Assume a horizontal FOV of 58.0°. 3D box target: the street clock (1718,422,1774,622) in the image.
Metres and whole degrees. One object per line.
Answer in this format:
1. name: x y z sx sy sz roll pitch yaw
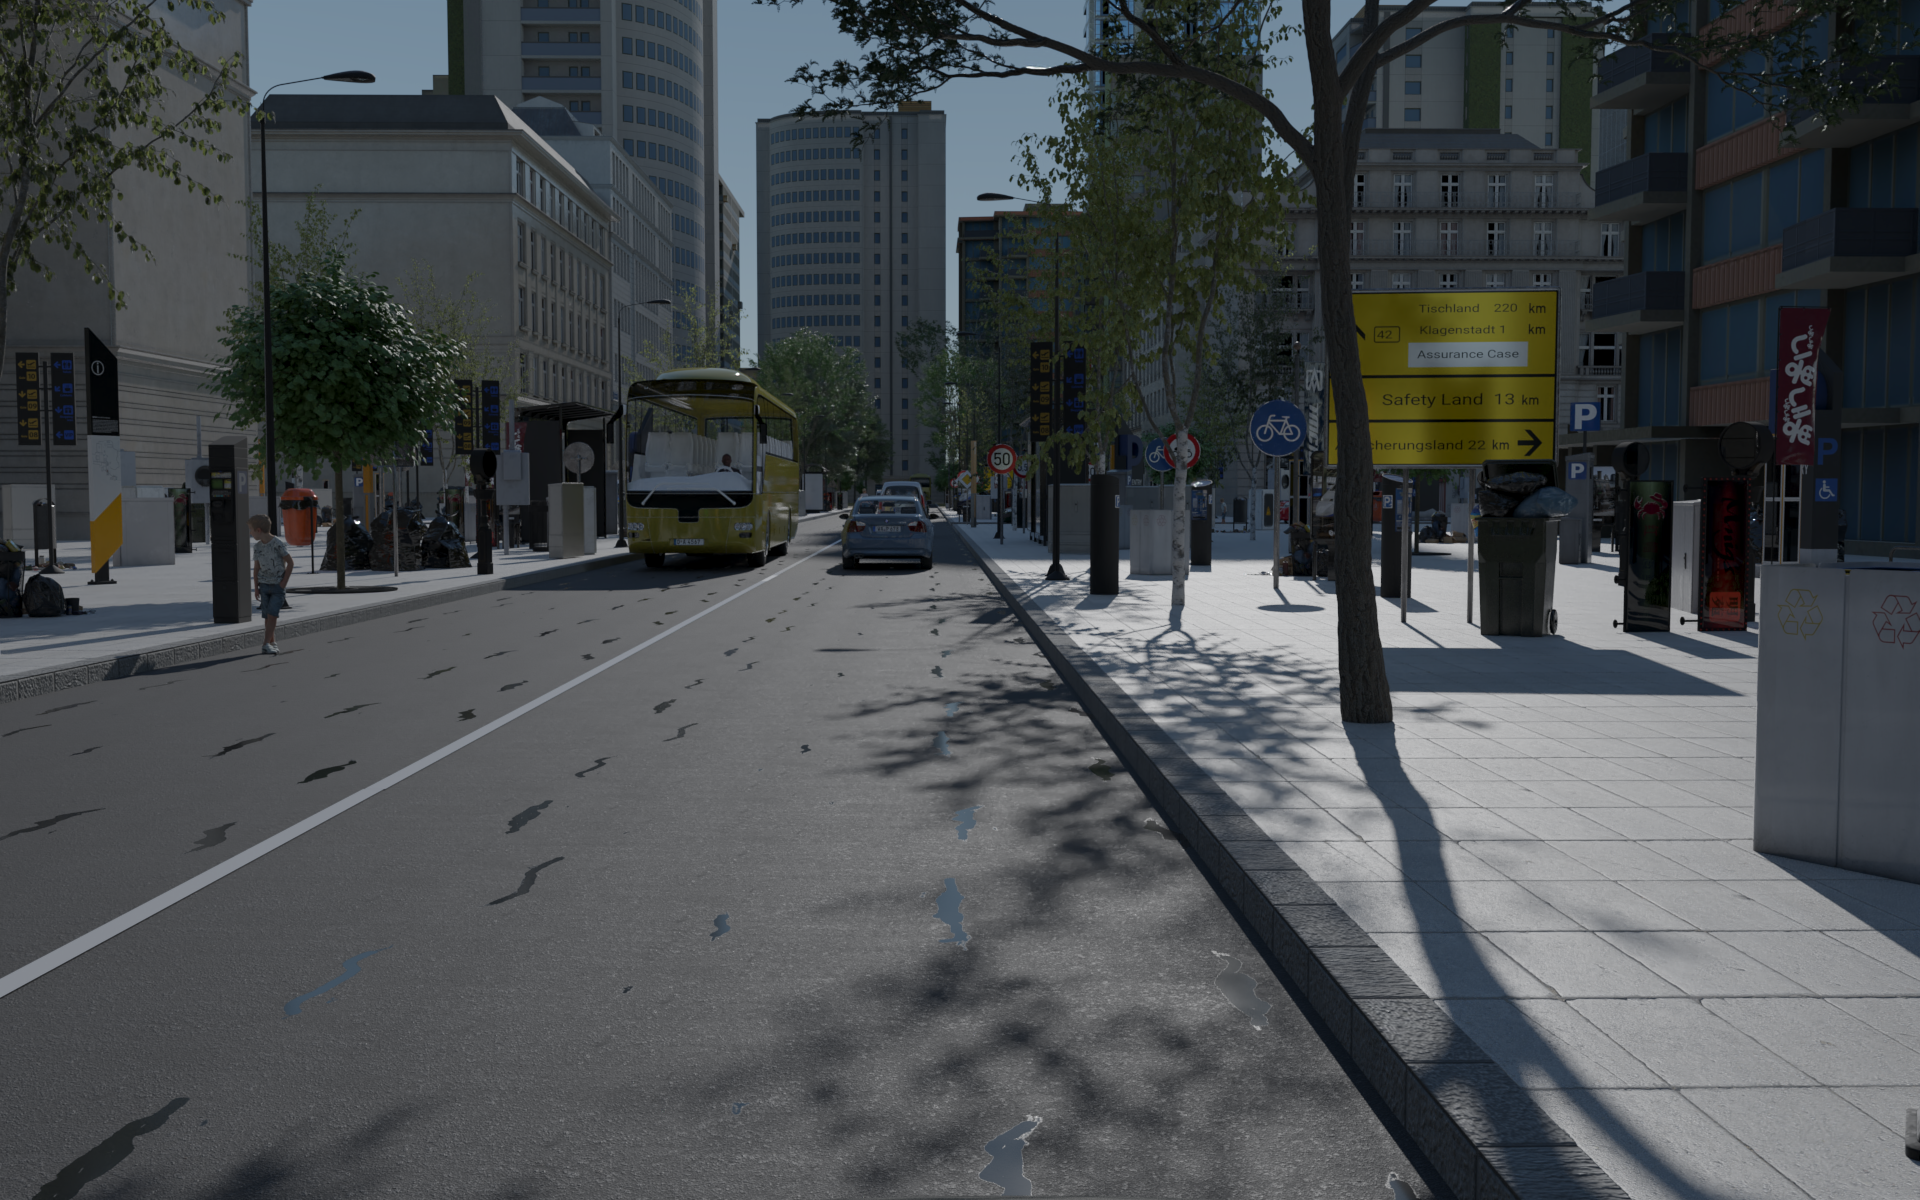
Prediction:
1. street clock: 7.872 -0.784 17.390 0.358 2.002 0.471 -2 4 -32

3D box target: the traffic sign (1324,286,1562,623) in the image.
1. traffic sign: 4.759 -1.426 17.184 2.265 3.308 0.079 0 4 6

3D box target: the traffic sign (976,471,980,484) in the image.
1. traffic sign: 0.767 -5.470 89.433 0.884 2.594 0.081 0 4 2

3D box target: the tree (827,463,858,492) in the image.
1. tree: -11.561 -11.376 169.712 4.285 4.588 4.351 0 3 0

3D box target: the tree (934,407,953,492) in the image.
1. tree: 0.927 -9.985 113.616 4.360 8.622 3.978 0 3 0

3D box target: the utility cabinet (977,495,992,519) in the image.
1. utility cabinet: 1.089 -4.683 87.723 1.020 1.237 0.306 1 4 20

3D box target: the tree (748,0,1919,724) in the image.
1. tree: 2.020 -4.604 9.683 7.601 10.594 8.767 2 4 32

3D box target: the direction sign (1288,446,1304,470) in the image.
1. direction sign: 16.042 -5.526 82.345 0.876 3.537 0.379 1 4 11

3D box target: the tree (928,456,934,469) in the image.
1. tree: -1.623 -16.463 219.534 4.360 8.622 3.978 0 3 0

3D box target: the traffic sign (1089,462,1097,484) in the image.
1. traffic sign: 5.153 -4.202 68.808 0.768 2.556 0.104 0 4 7

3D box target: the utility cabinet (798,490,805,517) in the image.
1. utility cabinet: -9.115 -5.418 97.268 0.318 1.500 1.173 2 4 28

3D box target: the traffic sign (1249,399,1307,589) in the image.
1. traffic sign: 4.294 -1.428 23.450 0.768 2.556 0.104 0 4 4

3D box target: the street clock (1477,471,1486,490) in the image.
1. street clock: 15.815 -2.913 52.192 0.471 2.002 0.358 1 4 13

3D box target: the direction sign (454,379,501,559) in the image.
1. direction sign: -9.574 -2.595 34.426 0.876 3.537 0.379 -2 4 -27

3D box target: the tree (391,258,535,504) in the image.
1. tree: -16.058 -6.314 53.600 4.360 8.622 3.978 0 3 0

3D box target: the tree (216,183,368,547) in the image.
1. tree: -15.940 -5.590 41.756 4.737 8.622 4.395 0 3 0

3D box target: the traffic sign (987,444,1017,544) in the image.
1. traffic sign: 1.064 -2.687 44.030 0.768 2.556 0.104 0 4 -1

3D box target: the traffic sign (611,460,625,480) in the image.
1. traffic sign: -12.568 -3.929 64.349 0.768 2.556 0.104 0 4 -1

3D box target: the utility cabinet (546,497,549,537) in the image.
1. utility cabinet: -9.501 -1.885 41.980 1.020 1.237 0.306 1 4 15

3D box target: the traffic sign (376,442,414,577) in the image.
1. traffic sign: -8.760 -1.512 26.856 0.606 2.300 0.079 0 4 2

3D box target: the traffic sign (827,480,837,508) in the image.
1. traffic sign: -10.251 -8.508 139.106 0.884 2.594 0.081 0 4 4

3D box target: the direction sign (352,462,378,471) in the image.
1. direction sign: -20.405 -4.122 59.388 0.876 3.537 0.379 0 4 0

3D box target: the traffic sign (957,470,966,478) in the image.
1. traffic sign: 0.238 -5.673 92.855 0.768 2.556 0.104 0 3 0

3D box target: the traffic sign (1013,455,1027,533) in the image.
1. traffic sign: 2.082 -3.439 56.335 0.768 2.556 0.104 0 3 0

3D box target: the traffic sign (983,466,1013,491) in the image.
1. traffic sign: 2.836 -8.144 127.023 2.265 3.308 0.079 0 4 5

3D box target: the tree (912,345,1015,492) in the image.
1. tree: 0.230 -11.994 121.857 9.928 11.665 9.643 0 3 0

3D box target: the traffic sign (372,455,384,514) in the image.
1. traffic sign: -11.294 -2.061 33.801 0.768 2.556 0.104 0 4 4

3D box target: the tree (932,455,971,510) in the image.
1. tree: -0.346 -9.722 142.661 4.285 4.588 4.351 0 3 0

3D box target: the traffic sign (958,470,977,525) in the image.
1. traffic sign: 0.302 -4.193 72.204 0.795 2.450 0.064 0 4 -1

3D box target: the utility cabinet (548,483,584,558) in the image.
1. utility cabinet: -7.885 -1.588 34.649 0.318 1.500 1.173 0 4 8

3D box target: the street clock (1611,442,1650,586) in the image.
1. street clock: 9.331 -1.197 24.144 0.471 2.002 0.358 -1 4 -19

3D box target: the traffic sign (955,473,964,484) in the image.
1. traffic sign: 0.150 -4.682 80.187 0.795 2.450 0.064 0 4 -1

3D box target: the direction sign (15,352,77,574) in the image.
1. direction sign: -14.639 -2.190 27.808 0.876 3.537 0.379 0 4 -7

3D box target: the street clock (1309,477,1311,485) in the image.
1. street clock: 13.664 -3.801 66.708 0.471 2.002 0.358 1 4 17

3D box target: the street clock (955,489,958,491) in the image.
1. street clock: -0.245 -8.976 151.334 0.471 2.002 0.358 3 4 37

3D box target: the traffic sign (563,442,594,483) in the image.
1. traffic sign: -9.333 -2.587 42.399 0.768 2.556 0.104 0 4 0

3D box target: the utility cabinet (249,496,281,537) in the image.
1. utility cabinet: -21.111 -2.524 52.426 1.020 1.237 0.306 -1 4 -18

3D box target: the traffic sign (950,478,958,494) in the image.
1. traffic sign: -0.413 -8.503 139.124 0.768 2.556 0.104 0 4 3

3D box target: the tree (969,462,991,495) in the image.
1. tree: 1.191 -6.722 104.504 1.663 3.219 1.824 0 3 0

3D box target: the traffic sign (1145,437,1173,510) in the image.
1. traffic sign: 4.528 -2.366 38.792 0.768 2.556 0.104 0 4 6

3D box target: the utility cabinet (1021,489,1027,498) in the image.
1. utility cabinet: 3.395 -4.358 79.930 1.173 1.500 0.318 -2 4 -33

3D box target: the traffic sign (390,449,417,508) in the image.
1. traffic sign: -12.729 -2.403 39.397 0.768 2.556 0.104 1 4 8

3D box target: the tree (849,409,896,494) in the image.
1. tree: -11.954 -18.937 227.739 7.486 12.596 7.792 0 3 0

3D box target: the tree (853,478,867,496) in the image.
1. tree: -11.719 -12.944 206.243 1.663 3.219 1.824 0 3 0

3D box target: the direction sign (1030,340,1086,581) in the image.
1. direction sign: 1.455 -2.064 25.750 0.876 3.537 0.379 2 4 24

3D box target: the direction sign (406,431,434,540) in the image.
1. direction sign: -15.025 -3.422 47.948 0.876 3.537 0.379 -1 4 -12

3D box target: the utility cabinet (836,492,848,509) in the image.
1. utility cabinet: -10.257 -8.643 149.999 0.318 1.500 1.173 3 5 43

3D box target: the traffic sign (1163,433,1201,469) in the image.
1. traffic sign: 4.563 -2.178 35.710 0.768 2.556 0.104 0 4 1

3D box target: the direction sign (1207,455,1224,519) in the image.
1. direction sign: 13.407 -6.054 90.987 0.876 3.537 0.379 2 4 27

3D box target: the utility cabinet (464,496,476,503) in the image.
1. utility cabinet: -19.628 -3.581 69.711 1.020 1.237 0.306 1 4 14

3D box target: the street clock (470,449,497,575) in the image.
1. street clock: -7.589 -1.410 27.628 0.358 2.002 0.471 1 4 15

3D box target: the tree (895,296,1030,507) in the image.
1. tree: 0.517 -18.895 164.825 12.611 20.169 13.585 0 3 0
